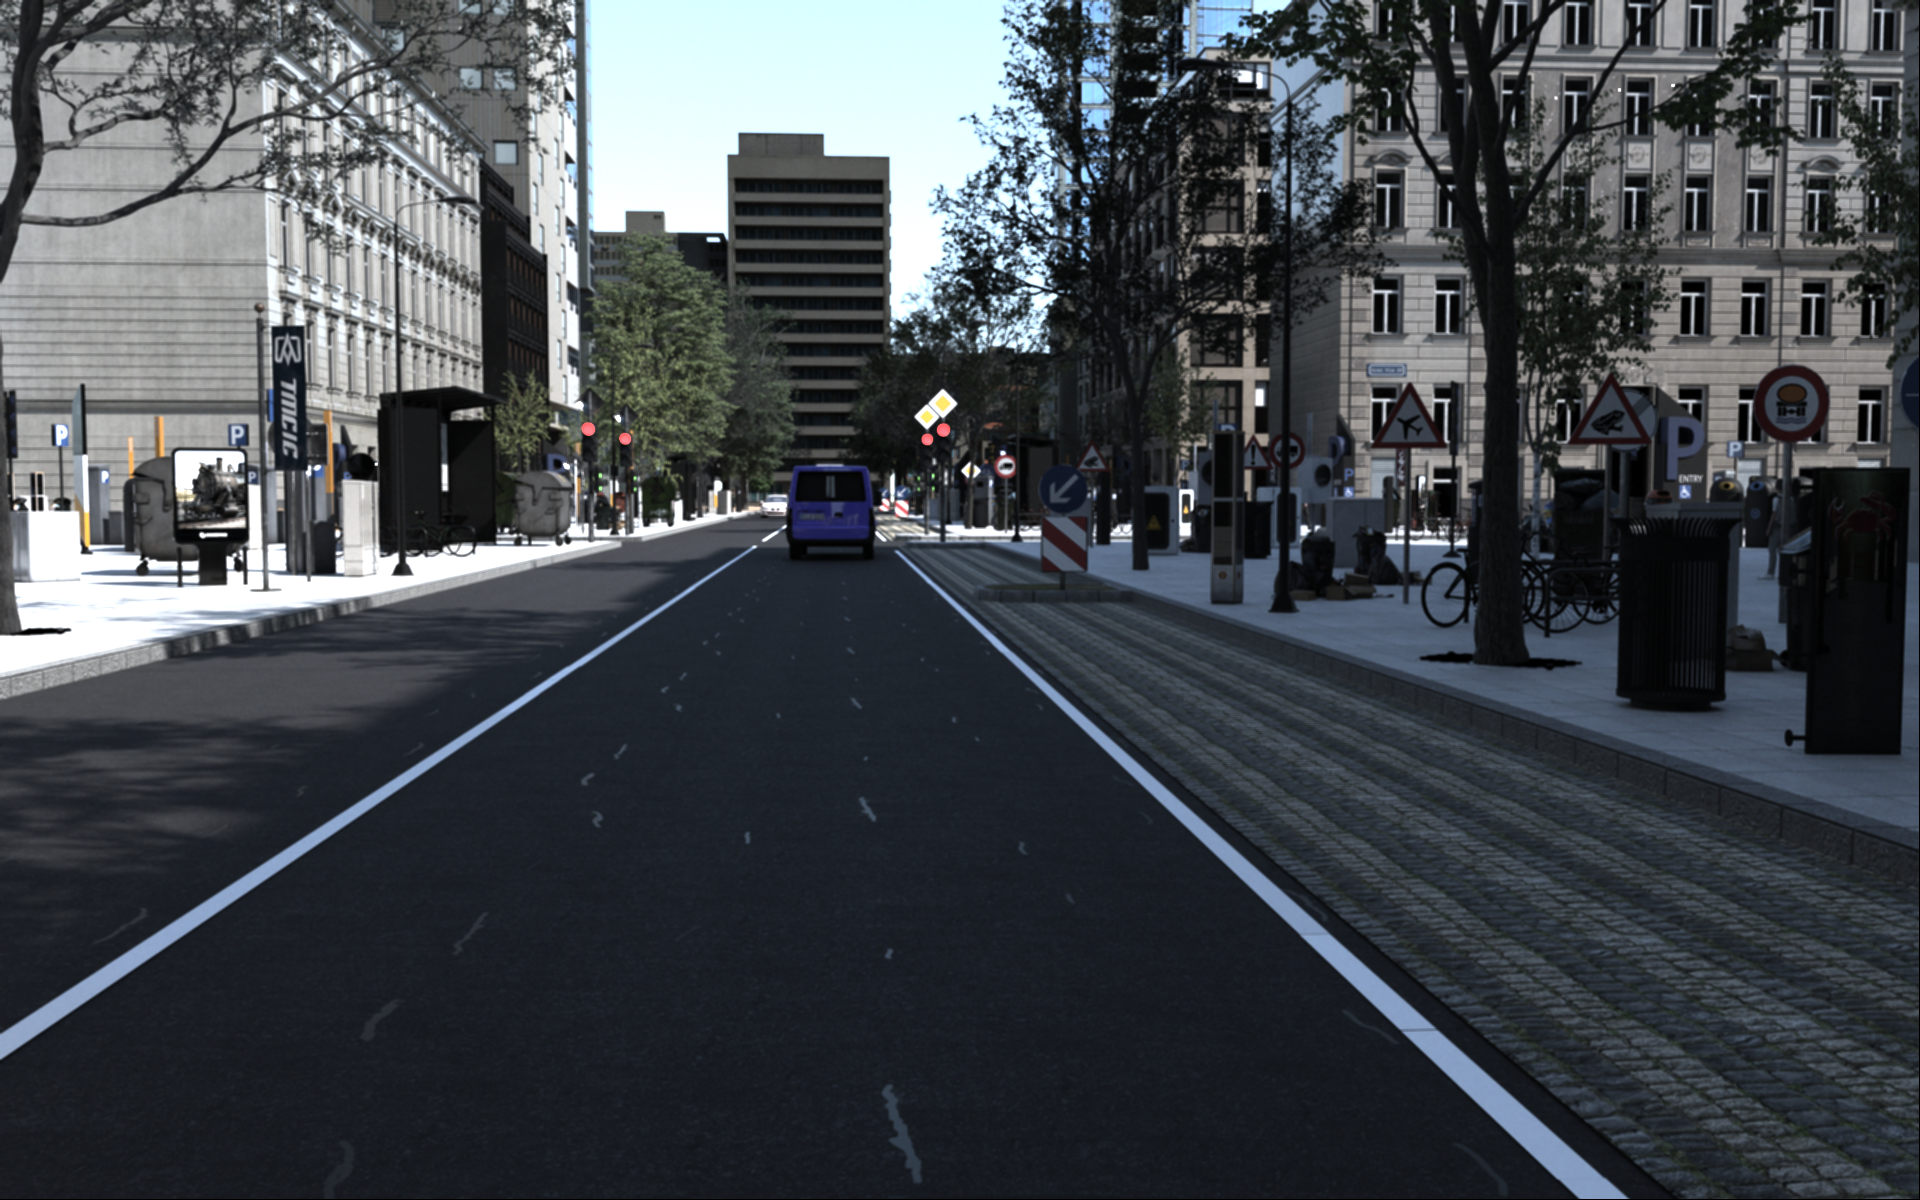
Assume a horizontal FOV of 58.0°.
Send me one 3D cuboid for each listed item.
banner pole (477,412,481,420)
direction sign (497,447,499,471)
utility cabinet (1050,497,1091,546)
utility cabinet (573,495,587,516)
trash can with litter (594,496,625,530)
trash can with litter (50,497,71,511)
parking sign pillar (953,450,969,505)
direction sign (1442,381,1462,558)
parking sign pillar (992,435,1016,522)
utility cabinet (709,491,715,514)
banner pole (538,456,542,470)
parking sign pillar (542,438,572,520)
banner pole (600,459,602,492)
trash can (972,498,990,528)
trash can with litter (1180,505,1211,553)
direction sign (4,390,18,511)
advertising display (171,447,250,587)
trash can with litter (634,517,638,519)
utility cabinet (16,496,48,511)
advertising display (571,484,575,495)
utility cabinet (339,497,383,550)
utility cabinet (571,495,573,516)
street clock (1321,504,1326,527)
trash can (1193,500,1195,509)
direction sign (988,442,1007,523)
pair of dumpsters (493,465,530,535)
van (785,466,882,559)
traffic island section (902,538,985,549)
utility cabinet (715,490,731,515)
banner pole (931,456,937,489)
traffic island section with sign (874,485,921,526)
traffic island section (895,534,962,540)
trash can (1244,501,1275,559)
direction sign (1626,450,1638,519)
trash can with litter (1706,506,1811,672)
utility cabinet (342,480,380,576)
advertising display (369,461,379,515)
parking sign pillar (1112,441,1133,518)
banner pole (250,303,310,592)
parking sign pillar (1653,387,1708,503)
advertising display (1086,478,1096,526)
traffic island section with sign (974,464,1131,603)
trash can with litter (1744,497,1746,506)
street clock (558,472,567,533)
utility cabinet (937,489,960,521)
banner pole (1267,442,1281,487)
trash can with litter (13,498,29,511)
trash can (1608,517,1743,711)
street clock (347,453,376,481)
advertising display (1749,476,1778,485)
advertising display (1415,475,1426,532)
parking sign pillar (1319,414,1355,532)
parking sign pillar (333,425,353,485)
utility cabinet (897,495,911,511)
[{"bbox_3d":[-14.799,-3.829,52.625,0.863,3.779,0.401,-3,4,-36],"label":"banner pole"},{"bbox_3d":[-22.356,-5.618,83.849,0.379,3.537,0.876,-1,4,-11],"label":"direction sign"},{"bbox_3d":[2.764,-1.951,43.061,1.020,1.237,0.306,1,4,19],"label":"utility cabinet"},{"bbox_3d":[-19.222,-4.704,88.075,0.306,1.237,1.020,0,4,7],"label":"utility cabinet"},{"bbox_3d":[-12.521,-3.081,61.765,1.055,1.170,0.624,-1,4,-23],"label":"trash can with litter"},{"bbox_3d":[-29.977,-2.835,57.735,0.624,1.170,1.055,-2,4,-29],"label":"trash can with litter"},{"bbox_3d":[0.083,-7.174,105.766,1.447,3.967,1.447,2,4,29],"label":"parking sign pillar"},{"bbox_3d":[9.998,-2.636,35.088,0.379,3.537,0.876,2,4,25],"label":"direction sign"},{"bbox_3d":[2.102,-5.489,78.211,1.447,3.967,1.447,0,4,2],"label":"parking sign pillar"},{"bbox_3d":[-15.714,-6.344,112.395,1.173,1.500,0.318,-1,4,-12],"label":"utility cabinet"},{"bbox_3d":[-27.439,-7.575,113.875,0.863,3.779,0.401,-3,4,-37],"label":"banner pole"},{"bbox_3d":[-19.570,-5.842,83.983,1.447,3.967,1.447,-3,5,-40],"label":"parking sign pillar"},{"bbox_3d":[-25.858,-8.243,124.782,0.401,3.779,0.863,-1,4,-18],"label":"banner pole"},{"bbox_3d":[0.770,-3.280,65.287,0.748,1.137,0.748,0,3,0],"label":"trash can"},{"bbox_3d":[5.179,-1.626,37.966,0.624,1.170,1.055,-2,4,-34],"label":"trash can with litter"},{"bbox_3d":[-20.885,-2.820,38.107,0.876,3.537,0.379,3,5,44],"label":"direction sign"},{"bbox_3d":[-10.458,-1.161,24.189,0.974,1.923,0.123,-2,4,-31],"label":"advertising display"},{"bbox_3d":[-16.894,-4.893,91.059,2.233,1.210,1.678,0,4,1],"label":"trash can with litter"},{"bbox_3d":[-34.766,-3.289,64.940,0.306,1.237,1.020,3,4,36],"label":"utility cabinet"},{"bbox_3d":[-24.110,-6.288,108.022,0.123,1.923,0.974,-2,4,-27],"label":"advertising display"},{"bbox_3d":[-13.745,-1.759,39.919,1.020,1.237,0.306,-3,4,-38],"label":"utility cabinet"},{"bbox_3d":[-22.460,-5.412,99.649,1.020,1.237,0.306,-3,5,-40],"label":"utility cabinet"},{"bbox_3d":[14.212,-3.862,67.710,0.471,2.002,0.358,0,4,5],"label":"street clock"},{"bbox_3d":[12.699,-4.964,92.821,0.748,1.137,0.748,0,3,0],"label":"trash can"},{"bbox_3d":[1.643,-5.143,76.092,0.876,3.537,0.379,1,4,20],"label":"direction sign"},{"bbox_3d":[-14.575,-3.246,55.568,1.574,2.255,4.437,0,4,-4],"label":"pair of dumpsters"},{"bbox_3d":[-2.895,-2.157,39.647,2.240,2.365,5.245,0,4,-3],"label":"van"},{"bbox_3d":[-0.437,-1.476,46.410,2.009,0.180,2.903,0,4,-4],"label":"traffic island section"},{"bbox_3d":[-14.310,-5.902,105.175,0.318,1.500,1.173,-3,4,-39],"label":"utility cabinet"},{"bbox_3d":[-1.668,-6.805,101.277,0.863,3.779,0.401,-3,5,-41],"label":"banner pole"},{"bbox_3d":[-2.797,-4.299,78.908,1.989,1.847,2.006,0,4,-4],"label":"traffic island section with sign"},{"bbox_3d":[-1.015,-1.963,54.374,2.009,0.180,2.903,0,4,-4],"label":"traffic island section"},{"bbox_3d":[5.885,-1.396,34.472,0.748,1.137,0.748,0,3,0],"label":"trash can"},{"bbox_3d":[15.539,-2.950,40.235,0.379,3.537,0.876,0,4,-2],"label":"direction sign"},{"bbox_3d":[6.023,-0.070,12.536,1.055,1.170,0.624,0,4,2],"label":"trash can with litter"},{"bbox_3d":[-9.400,-1.134,27.226,0.318,1.500,1.173,0,4,-7],"label":"utility cabinet"},{"bbox_3d":[-11.580,-1.751,33.840,0.123,1.923,0.974,-3,4,-37],"label":"advertising display"},{"bbox_3d":[8.286,-6.096,88.143,1.447,3.967,1.447,3,5,39],"label":"parking sign pillar"},{"bbox_3d":[-8.941,-2.002,22.742,0.863,3.779,0.401,1,4,9],"label":"banner pole"},{"bbox_3d":[18.247,-3.388,43.871,1.447,3.967,1.447,-1,4,-15],"label":"parking sign pillar"},{"bbox_3d":[5.152,-3.875,68.576,0.974,1.923,0.123,1,4,20],"label":"advertising display"},{"bbox_3d":[1.211,-0.921,23.680,1.989,1.847,2.006,0,4,-4],"label":"traffic island section with sign"},{"bbox_3d":[28.757,-3.222,64.067,1.055,1.170,0.624,-2,4,-24],"label":"trash can with litter"},{"bbox_3d":[-13.228,-3.240,57.550,0.358,2.002,0.471,0,4,0],"label":"street clock"},{"bbox_3d":[-0.558,-4.508,82.384,1.173,1.500,0.318,3,5,41],"label":"utility cabinet"},{"bbox_3d":[13.425,-5.110,73.573,0.863,3.779,0.401,3,4,36],"label":"banner pole"},{"bbox_3d":[-29.204,-2.563,53.290,1.055,1.170,0.624,1,4,19],"label":"trash can with litter"},{"bbox_3d":[4.280,0.076,10.406,0.748,1.137,0.748,0,3,0],"label":"trash can"},{"bbox_3d":[-10.542,-1.589,30.548,0.471,2.002,0.358,-1,4,-17],"label":"street clock"},{"bbox_3d":[28.689,-3.467,61.895,0.974,1.923,0.123,0,4,2],"label":"advertising display"},{"bbox_3d":[15.807,-3.319,59.473,0.123,1.923,0.974,2,4,27],"label":"advertising display"},{"bbox_3d":[12.709,-4.233,57.682,1.447,3.967,1.447,-1,4,-10],"label":"parking sign pillar"},{"bbox_3d":[-23.871,-4.810,67.110,1.447,3.967,1.447,-2,4,-33],"label":"parking sign pillar"},{"bbox_3d":[-4.071,-6.960,124.953,1.020,1.237,0.306,-2,4,-35],"label":"utility cabinet"}]
